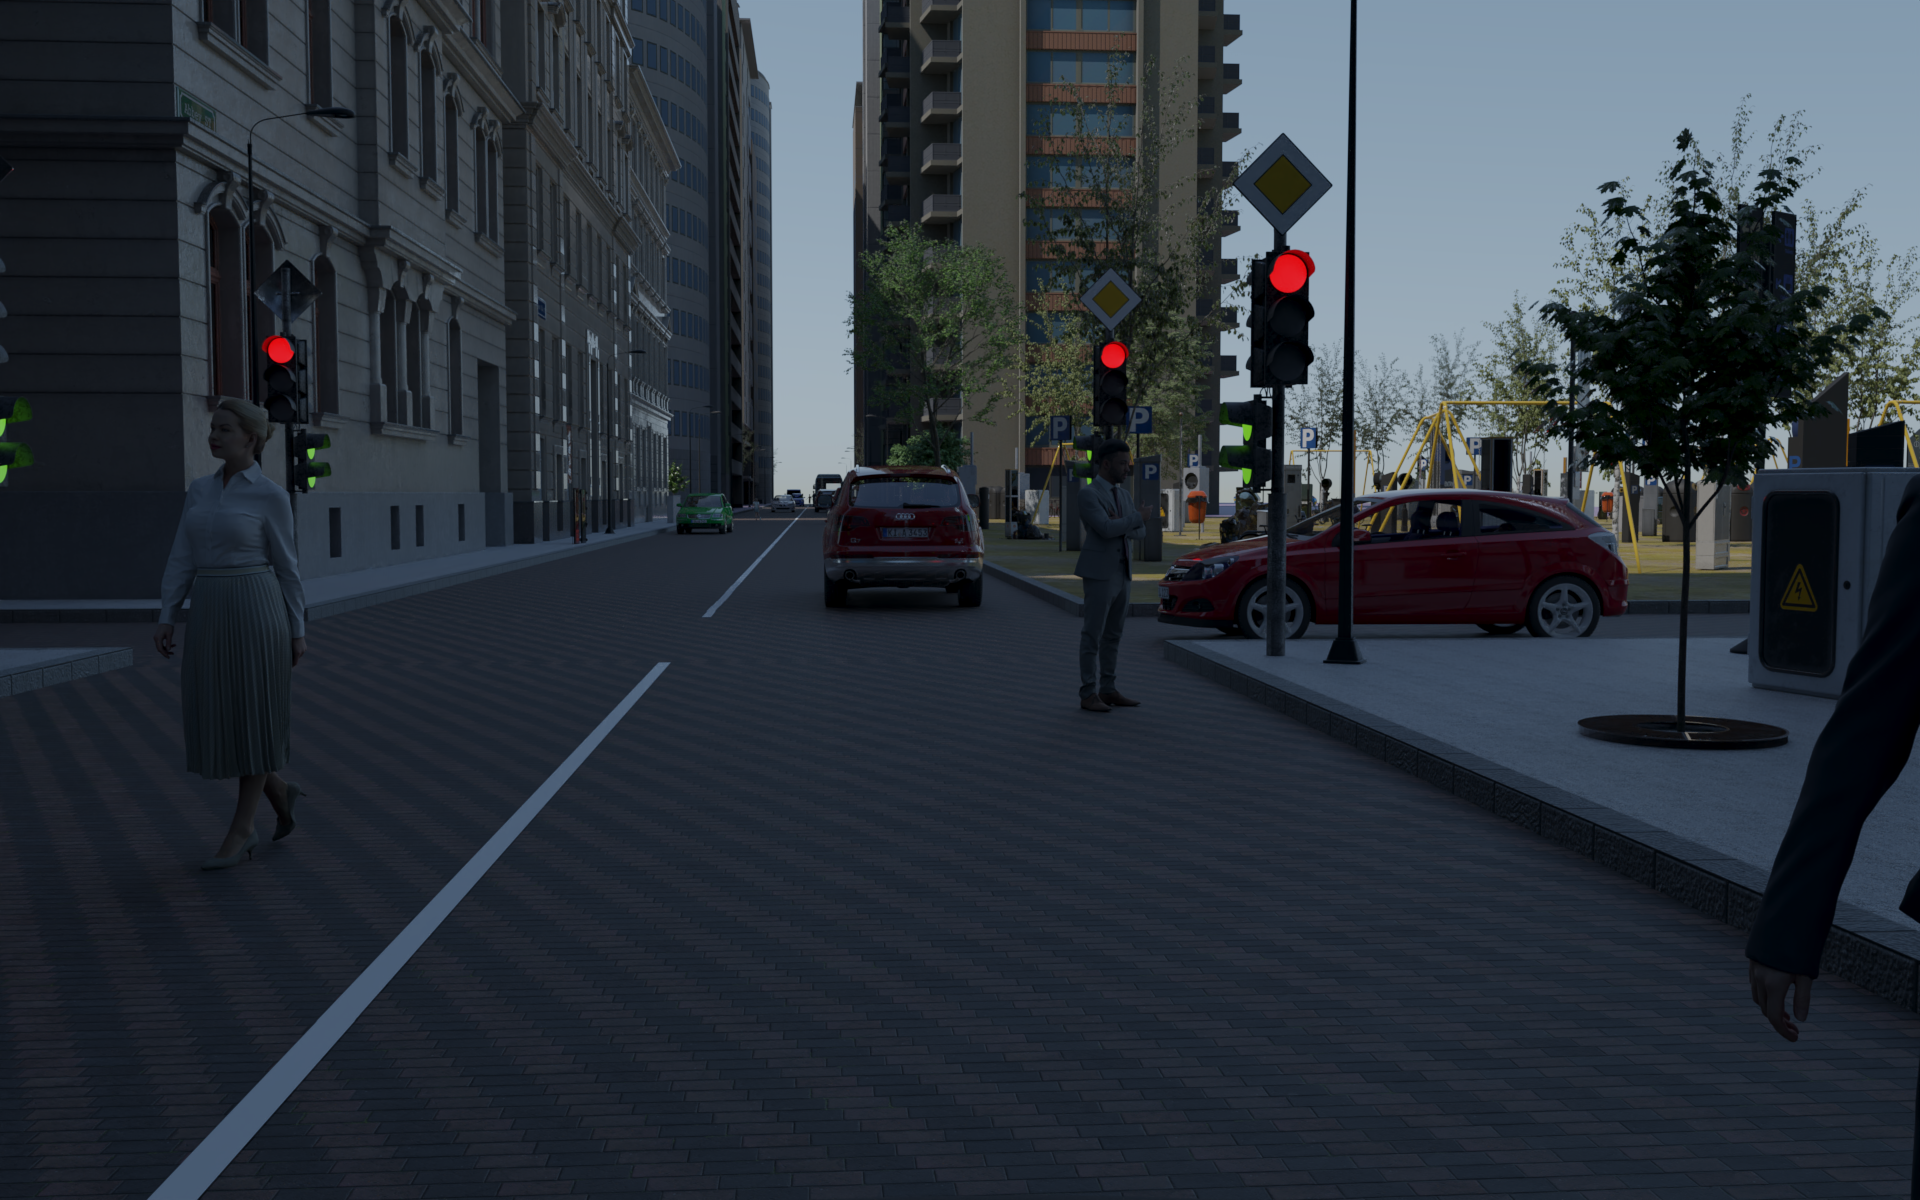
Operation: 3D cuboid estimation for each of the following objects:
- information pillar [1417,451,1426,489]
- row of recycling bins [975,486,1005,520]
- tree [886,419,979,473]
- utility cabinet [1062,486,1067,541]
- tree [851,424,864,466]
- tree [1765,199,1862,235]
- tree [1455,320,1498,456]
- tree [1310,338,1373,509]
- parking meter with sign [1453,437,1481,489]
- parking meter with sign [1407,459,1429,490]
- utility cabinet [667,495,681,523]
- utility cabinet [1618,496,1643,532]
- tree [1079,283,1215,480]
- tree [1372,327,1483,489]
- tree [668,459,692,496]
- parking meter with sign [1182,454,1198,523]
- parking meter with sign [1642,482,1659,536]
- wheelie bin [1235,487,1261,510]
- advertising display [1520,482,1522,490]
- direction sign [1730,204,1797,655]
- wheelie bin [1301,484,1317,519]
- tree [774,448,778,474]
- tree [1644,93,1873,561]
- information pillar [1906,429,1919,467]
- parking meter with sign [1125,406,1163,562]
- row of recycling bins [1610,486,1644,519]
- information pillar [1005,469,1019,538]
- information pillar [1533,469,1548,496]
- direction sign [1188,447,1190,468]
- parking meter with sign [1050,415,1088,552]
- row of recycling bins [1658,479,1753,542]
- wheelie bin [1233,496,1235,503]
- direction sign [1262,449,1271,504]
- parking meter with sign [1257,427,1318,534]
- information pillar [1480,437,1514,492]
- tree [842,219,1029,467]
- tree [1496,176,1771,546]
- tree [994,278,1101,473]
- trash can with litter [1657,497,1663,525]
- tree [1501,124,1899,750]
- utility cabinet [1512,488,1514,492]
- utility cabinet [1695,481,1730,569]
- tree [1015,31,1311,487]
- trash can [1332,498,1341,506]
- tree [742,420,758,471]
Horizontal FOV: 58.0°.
[{"bbox_3d":[25.295,-6.342,95.038,0.504,3.616,0.183,0,4,5],"label":"information pillar"},{"bbox_3d":[1.810,-4.981,88.558,1.069,1.692,3.534,-2,4,-27],"label":"row of recycling bins"},{"bbox_3d":[-0.897,-5.595,75.191,4.285,4.588,4.351,0,3,0],"label":"tree"},{"bbox_3d":[3.308,-2.301,46.295,1.173,1.500,0.318,1,4,15],"label":"utility cabinet"},{"bbox_3d":[-9.335,-14.059,180.231,4.360,8.622,3.978,0,3,0],"label":"tree"},{"bbox_3d":[20.564,-5.637,42.524,4.737,8.622,4.395,0,3,0],"label":"tree"},{"bbox_3d":[20.833,-6.881,62.865,4.737,8.622,4.395,0,3,0],"label":"tree"},{"bbox_3d":[17.041,-8.043,81.861,4.360,8.622,3.978,0,3,0],"label":"tree"},{"bbox_3d":[15.675,-3.525,53.898,0.543,3.016,1.738,0,4,-6],"label":"parking meter with sign"},{"bbox_3d":[22.454,-5.506,86.278,1.738,3.016,0.543,-2,4,-25],"label":"parking meter with sign"},{"bbox_3d":[-12.689,-4.013,76.770,0.306,1.237,1.020,1,4,10],"label":"utility cabinet"},{"bbox_3d":[22.957,-2.927,59.024,1.020,1.237,0.306,-1,4,-14],"label":"utility cabinet"},{"bbox_3d":[10.160,-10.731,93.581,7.486,12.596,7.792,0,3,0],"label":"tree"},{"bbox_3d":[21.266,-7.732,76.780,4.360,8.622,3.978,0,3,0],"label":"tree"},{"bbox_3d":[-15.549,-6.141,95.007,1.663,3.219,1.824,0,3,0],"label":"tree"},{"bbox_3d":[9.982,-4.894,76.273,0.543,3.016,1.738,-1,4,-12],"label":"parking meter with sign"},{"bbox_3d":[21.179,-3.479,53.148,0.543,3.016,1.738,1,4,22],"label":"parking meter with sign"},{"bbox_3d":[10.394,-3.315,62.102,0.693,1.594,0.980,1,4,19],"label":"wheelie bin"},{"bbox_3d":[29.280,-5.187,90.027,0.123,1.923,0.974,0,4,-1],"label":"advertising display"},{"bbox_3d":[6.418,-1.338,13.869,0.876,3.537,0.379,-3,4,-38],"label":"direction sign"},{"bbox_3d":[10.410,-2.752,52.903,0.980,1.594,0.693,1,4,13],"label":"wheelie bin"},{"bbox_3d":[-28.508,-18.640,255.121,4.360,8.622,3.978,0,3,0],"label":"tree"},{"bbox_3d":[14.876,-5.050,32.931,4.360,8.622,3.978,0,3,0],"label":"tree"},{"bbox_3d":[34.140,-4.324,62.058,0.504,3.616,0.183,0,4,-8],"label":"information pillar"},{"bbox_3d":[3.606,-2.282,33.573,0.543,3.016,1.738,0,4,-5],"label":"parking meter with sign"},{"bbox_3d":[34.764,-4.930,87.717,3.534,1.692,1.069,2,4,32],"label":"row of recycling bins"},{"bbox_3d":[1.530,-2.851,51.099,0.304,2.012,0.304,-2,4,-31],"label":"information pillar"},{"bbox_3d":[17.257,-2.876,51.517,0.304,2.012,0.304,-3,4,-38],"label":"information pillar"},{"bbox_3d":[10.966,-5.572,83.104,0.379,3.537,0.876,0,4,3],"label":"direction sign"},{"bbox_3d":[2.783,-2.622,39.133,0.543,3.016,1.738,3,5,41],"label":"parking meter with sign"},{"bbox_3d":[20.531,-2.422,46.709,3.534,1.692,1.069,-1,4,-15],"label":"row of recycling bins"},{"bbox_3d":[12.449,-4.163,75.973,0.980,1.594,0.693,1,4,19],"label":"wheelie bin"},{"bbox_3d":[15.298,-5.832,87.353,0.379,3.537,0.876,-3,5,-45],"label":"direction sign"},{"bbox_3d":[8.486,-2.983,45.040,1.738,3.016,0.543,-2,4,-35],"label":"parking meter with sign"},{"bbox_3d":[6.903,-1.090,22.314,0.304,2.012,0.304,-1,4,-9],"label":"information pillar"},{"bbox_3d":[-0.968,-8.607,66.473,9.928,11.665,9.643,0,3,0],"label":"tree"},{"bbox_3d":[15.901,-5.555,41.188,4.737,8.622,4.395,0,3,0],"label":"tree"},{"bbox_3d":[3.516,-6.587,58.056,4.737,8.622,4.395,0,3,0],"label":"tree"},{"bbox_3d":[29.307,-3.741,72.548,0.624,1.170,1.055,3,5,43],"label":"trash can with litter"},{"bbox_3d":[3.842,-0.894,9.223,1.663,3.219,1.824,0,3,0],"label":"tree"},{"bbox_3d":[20.781,-3.570,67.054,1.173,1.500,0.318,0,4,7],"label":"utility cabinet"},{"bbox_3d":[12.846,-1.274,29.509,0.318,1.500,1.173,2,4,35],"label":"utility cabinet"},{"bbox_3d":[2.793,-4.794,28.739,4.360,8.622,3.978,0,3,0],"label":"tree"},{"bbox_3d":[12.917,-2.863,58.467,0.748,1.137,0.748,0,3,0],"label":"trash can"},{"bbox_3d":[-22.069,-13.481,170.775,4.360,8.622,3.978,0,3,0],"label":"tree"}]
